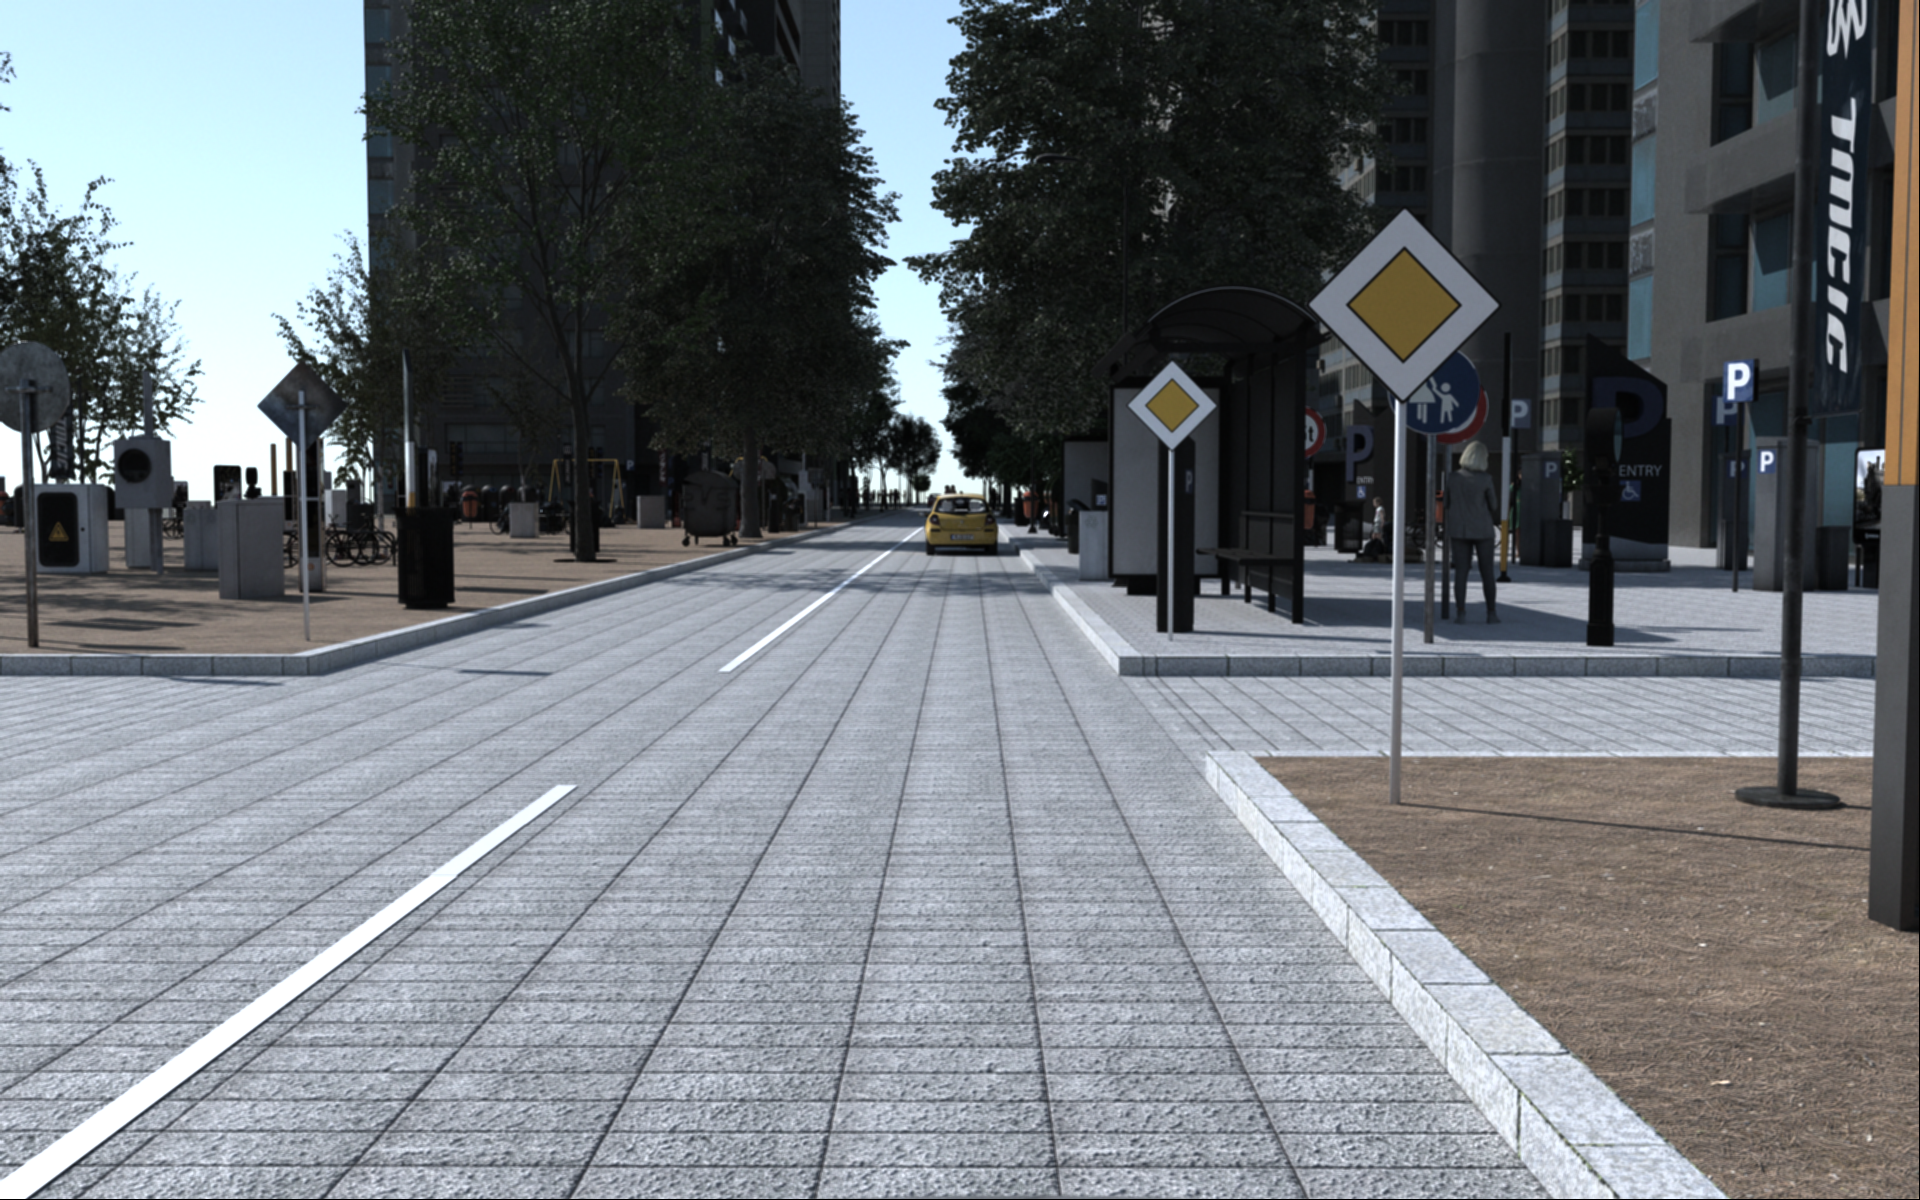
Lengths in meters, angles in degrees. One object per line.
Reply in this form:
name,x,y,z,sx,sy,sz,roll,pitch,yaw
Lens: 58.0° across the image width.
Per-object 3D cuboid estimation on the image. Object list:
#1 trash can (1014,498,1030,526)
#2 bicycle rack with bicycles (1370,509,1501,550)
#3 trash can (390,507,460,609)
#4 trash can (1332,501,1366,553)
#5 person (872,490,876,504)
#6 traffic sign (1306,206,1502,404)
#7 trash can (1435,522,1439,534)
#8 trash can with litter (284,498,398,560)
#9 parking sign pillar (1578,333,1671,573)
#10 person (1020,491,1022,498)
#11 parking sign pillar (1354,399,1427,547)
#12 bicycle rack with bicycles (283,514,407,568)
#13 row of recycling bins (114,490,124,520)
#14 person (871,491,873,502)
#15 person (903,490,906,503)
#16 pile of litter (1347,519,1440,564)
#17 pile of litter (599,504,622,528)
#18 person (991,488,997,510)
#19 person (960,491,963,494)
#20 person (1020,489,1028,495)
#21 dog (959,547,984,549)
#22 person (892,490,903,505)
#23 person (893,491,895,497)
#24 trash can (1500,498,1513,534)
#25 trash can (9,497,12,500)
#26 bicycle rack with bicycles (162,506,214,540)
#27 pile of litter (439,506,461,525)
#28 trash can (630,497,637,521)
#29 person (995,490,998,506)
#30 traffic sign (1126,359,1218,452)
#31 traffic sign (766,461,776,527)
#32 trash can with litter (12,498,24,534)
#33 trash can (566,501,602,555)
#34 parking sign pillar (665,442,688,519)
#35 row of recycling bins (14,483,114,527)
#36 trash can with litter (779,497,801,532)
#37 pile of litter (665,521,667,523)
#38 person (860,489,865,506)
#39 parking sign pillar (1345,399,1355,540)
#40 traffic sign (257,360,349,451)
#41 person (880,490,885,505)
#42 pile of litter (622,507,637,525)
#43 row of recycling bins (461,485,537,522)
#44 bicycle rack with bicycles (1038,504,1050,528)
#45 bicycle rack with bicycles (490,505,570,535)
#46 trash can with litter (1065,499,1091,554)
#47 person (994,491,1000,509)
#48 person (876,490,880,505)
trash can,2.473,-3.509,69.018,0.748,1.137,0.748,0,3,0
bicycle rack with bicycles,10.902,-1.612,39.735,2.925,0.926,2.852,1,4,19
trash can,-6.008,-0.479,19.479,0.748,1.137,0.748,0,3,0
trash can,8.464,-1.594,37.710,0.748,1.137,0.748,0,3,0
person,-10.675,-12.789,215.141,0.705,1.824,1.348,-1,4,-14
traffic sign,1.820,-0.299,7.081,0.795,2.593,0.064,0,4,0
trash can,14.985,-2.669,55.298,0.748,1.137,0.748,0,3,0
trash can with litter,-12.192,-1.415,34.194,2.233,1.210,1.678,0,4,-1
parking sign pillar,11.125,-2.472,28.886,1.447,3.967,1.447,0,4,5
person,8.053,-13.745,231.705,0.436,1.711,0.756,-1,4,-10
parking sign pillar,10.709,-3.284,42.163,1.447,3.967,1.447,-3,4,-38
bicycle rack with bicycles,-11.137,-1.097,31.316,2.925,0.926,2.852,-2,4,-29
row of recycling bins,-41.462,-4.754,84.838,3.534,1.692,1.069,0,4,-1
person,-12.700,-14.844,249.452,0.721,1.736,1.217,3,5,40
person,-7.771,-14.486,242.899,0.705,1.823,1.348,1,4,12
pile of litter,8.151,-1.123,32.321,1.719,0.858,1.176,2,4,27
pile of litter,-13.967,-3.202,66.324,1.719,0.858,1.176,0,4,-5
person,2.760,-8.277,141.387,0.705,1.821,1.348,1,4,17
person,0.003,-10.392,179.134,0.721,1.743,1.217,0,4,1
person,5.298,-8.276,142.154,0.742,1.727,0.445,1,4,12
dog,0.380,-1.534,45.276,0.748,0.427,0.550,3,5,39
person,-7.418,-12.209,205.676,1.348,1.822,0.705,1,4,9
person,-8.325,-13.050,219.934,0.721,1.766,1.217,0,4,5
trash can,17.968,-2.736,56.384,0.748,1.137,0.748,0,3,0
trash can,-46.490,-4.451,84.425,0.748,1.137,0.748,0,3,0
bicycle rack with bicycles,-21.844,-2.193,49.233,2.925,0.926,2.852,0,4,-6
pile of litter,-21.575,-3.518,71.482,1.719,0.858,1.176,-1,4,-10
trash can,-15.040,-4.229,80.790,0.748,1.137,0.748,0,3,0
person,3.665,-10.378,176.410,1.217,1.739,0.721,2,4,28
traffic sign,1.859,-0.788,15.066,0.795,2.593,0.064,0,4,0
traffic sign,-7.542,-4.124,67.535,0.768,2.556,0.104,0,4,7
trash can with litter,-30.176,-2.811,57.018,2.233,1.210,1.678,-3,5,-44
trash can,-7.871,-1.508,36.310,0.748,1.137,0.748,0,3,0
parking sign pillar,-14.547,-6.163,89.237,1.447,3.967,1.447,1,4,22
row of recycling bins,-34.751,-3.650,66.789,3.534,1.692,1.069,0,4,4
trash can with litter,-5.921,-2.897,58.758,1.055,1.170,0.624,2,4,30
pile of litter,-13.541,-3.811,76.277,1.176,0.858,1.719,-2,4,-29
person,-10.760,-11.465,193.583,0.705,1.812,1.348,-2,4,-32
parking sign pillar,11.421,-3.678,48.612,1.447,3.967,1.447,-2,4,-30
traffic sign,-5.735,-0.791,15.123,0.795,2.593,0.064,0,4,0
person,-9.324,-12.451,209.695,1.350,1.814,0.705,-1,4,-16
pile of litter,-13.956,-3.564,72.234,1.176,0.858,1.719,0,4,6
row of recycling bins,-21.150,-4.425,79.465,3.534,1.692,1.069,-3,5,-39
bicycle rack with bicycles,4.384,-2.733,58.071,2.925,0.926,2.852,-1,4,-14
bicycle rack with bicycles,-13.063,-2.544,54.971,2.925,0.926,2.852,2,4,32
trash can with litter,2.749,-1.572,37.089,0.624,1.170,1.055,-3,5,-44
person,2.903,-8.357,143.400,0.721,1.743,1.217,3,4,37
person,-9.132,-11.442,194.030,0.530,1.710,0.541,0,4,-5
